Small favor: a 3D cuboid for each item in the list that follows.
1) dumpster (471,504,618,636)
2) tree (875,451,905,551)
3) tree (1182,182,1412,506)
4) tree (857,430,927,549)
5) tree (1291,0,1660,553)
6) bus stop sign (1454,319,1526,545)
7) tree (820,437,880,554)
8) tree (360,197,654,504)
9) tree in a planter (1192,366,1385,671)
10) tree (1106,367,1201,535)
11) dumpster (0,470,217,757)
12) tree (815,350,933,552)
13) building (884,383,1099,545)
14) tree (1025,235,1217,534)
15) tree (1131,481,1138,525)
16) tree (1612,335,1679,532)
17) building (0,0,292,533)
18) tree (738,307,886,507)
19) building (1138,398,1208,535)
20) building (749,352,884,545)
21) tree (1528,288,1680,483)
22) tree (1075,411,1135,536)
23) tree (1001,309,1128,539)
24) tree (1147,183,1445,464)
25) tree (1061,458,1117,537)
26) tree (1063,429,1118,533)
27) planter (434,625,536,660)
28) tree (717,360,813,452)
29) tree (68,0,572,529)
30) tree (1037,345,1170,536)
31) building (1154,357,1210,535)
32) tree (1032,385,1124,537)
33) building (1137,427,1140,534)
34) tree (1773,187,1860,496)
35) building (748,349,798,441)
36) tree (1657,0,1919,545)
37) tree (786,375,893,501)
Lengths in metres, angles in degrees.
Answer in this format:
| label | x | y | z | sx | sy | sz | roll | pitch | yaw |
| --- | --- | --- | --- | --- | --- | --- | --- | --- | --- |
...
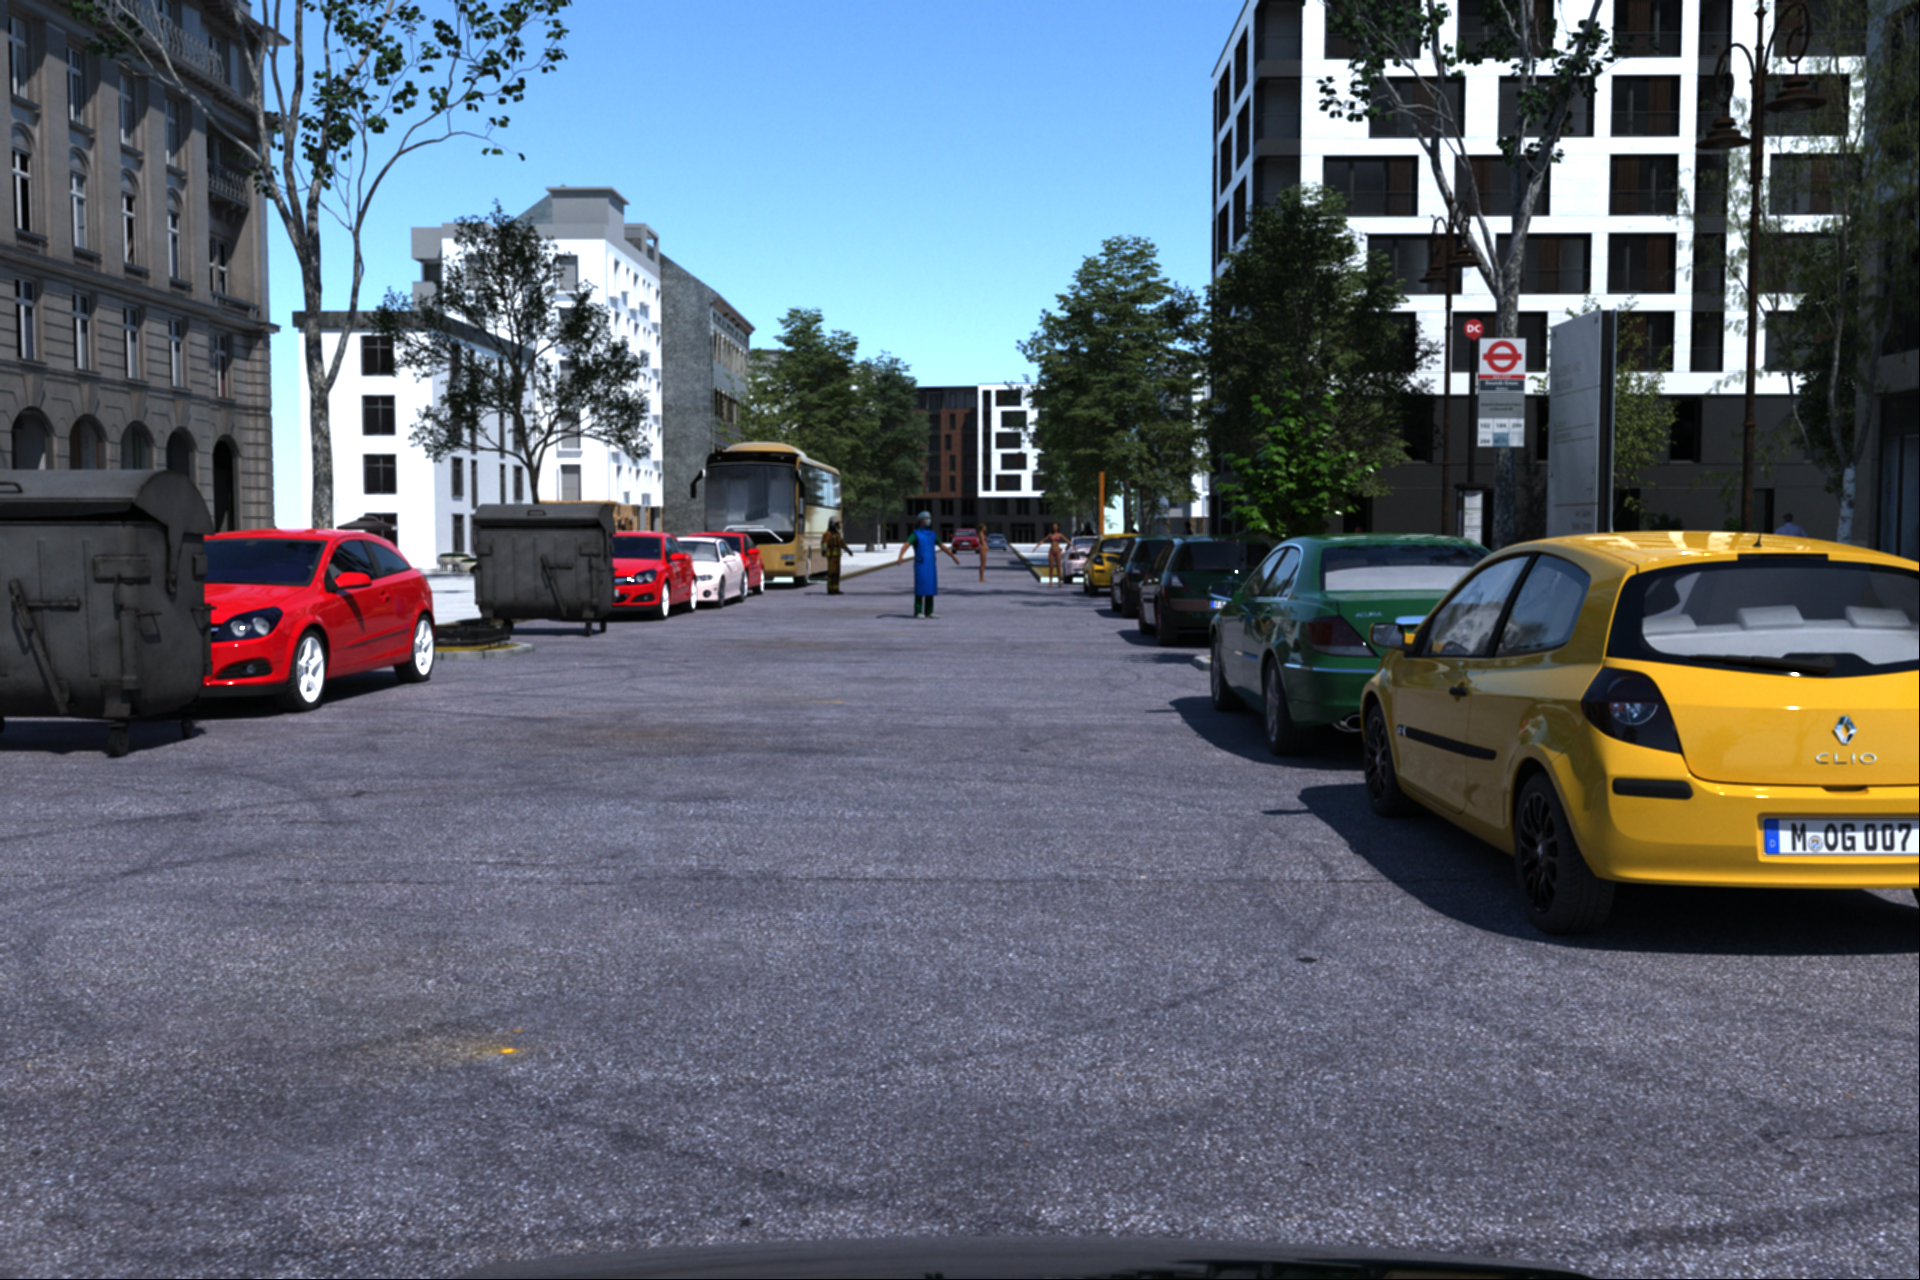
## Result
| label | x | y | z | sx | sy | sz | roll | pitch | yaw |
| --- | --- | --- | --- | --- | --- | --- | --- | --- | --- |
| dumpster | -5.902 | -1.007 | 24.680 | 1.865 | 1.857 | 1.264 | 0 | 4 | 1 |
| tree | -5.960 | -11.106 | 131.952 | 4.737 | 8.622 | 4.395 | 0 | 3 | 0 |
| tree | 10.974 | -8.484 | 56.840 | 7.486 | 12.596 | 7.792 | 0 | 3 | 0 |
| tree | -6.540 | -12.907 | 145.435 | 8.767 | 10.594 | 7.601 | 2 | 4 | 28 |
| tree | 8.832 | -10.763 | 31.857 | 12.611 | 20.169 | 13.585 | 0 | 3 | 0 |
| bus stop sign | 6.591 | -2.012 | 21.591 | 0.855 | 3.939 | 0.416 | 0 | 4 | 1 |
| tree | -7.644 | -9.742 | 109.642 | 4.360 | 8.622 | 3.978 | 0 | 3 | 0 |
| tree | -11.928 | -6.965 | 48.287 | 7.601 | 10.594 | 8.767 | 2 | 4 | 30 |
| tree in a planter | 3.539 | -1.303 | 18.520 | 1.991 | 3.239 | 1.994 | 0 | 4 | 1 |
| tree | 7.715 | -7.603 | 74.675 | 4.360 | 8.622 | 3.978 | 0 | 3 | 0 |
| dumpster | -6.115 | -0.205 | 11.575 | 1.865 | 1.857 | 1.264 | 0 | 4 | 1 |
| tree | -6.341 | -13.134 | 121.396 | 9.857 | 13.997 | 8.962 | 0 | 3 | 0 |
| building | 2.864 | -24.538 | 247.621 | 32.646 | 21.610 | 27.936 | 1 | 4 | 11 |
| tree | 6.047 | -9.083 | 66.628 | 7.486 | 12.596 | 7.792 | 0 | 3 | 0 |
| tree | 27.037 | -20.085 | 246.515 | 7.486 | 12.596 | 7.792 | 0 | 3 | 0 |
| tree | 22.808 | -6.730 | 60.398 | 4.737 | 8.622 | 4.395 | 0 | 3 | 0 |
| building | -28.014 | -12.417 | 43.678 | 13.314 | 22.015 | 24.055 | 0 | 4 | 1 |
| tree | -7.527 | -10.342 | 87.221 | 7.486 | 12.596 | 7.792 | 0 | 3 | 0 |
| building | 30.882 | -22.649 | 201.234 | 19.493 | 23.208 | 18.063 | 0 | 4 | 1 |
| building | -24.147 | -22.424 | 210.600 | 27.936 | 21.610 | 32.646 | 0 | 4 | 1 |
| tree | 19.486 | -6.265 | 52.790 | 4.737 | 8.622 | 4.395 | 0 | 3 | 0 |
| tree | 7.645 | -9.152 | 100.006 | 4.360 | 8.622 | 3.978 | 0 | 3 | 0 |
| tree | 9.228 | -17.683 | 145.009 | 12.611 | 20.169 | 13.585 | 0 | 3 | 0 |
| tree | 9.466 | -6.822 | 45.955 | 8.767 | 10.594 | 7.601 | -3 | 4 | -38 |
| tree | 8.022 | -10.170 | 116.640 | 4.360 | 8.622 | 3.978 | 0 | 3 | 0 |
| tree | 8.687 | -9.840 | 111.245 | 4.360 | 8.622 | 3.978 | 0 | 3 | 0 |
| planter | -6.188 | 0.028 | 20.687 | 1.991 | 0.319 | 1.994 | 0 | 4 | 1 |
| tree | -8.169 | -7.487 | 72.770 | 4.737 | 8.622 | 4.395 | 0 | 3 | 0 |
| tree | -12.894 | -10.729 | 31.314 | 12.611 | 20.169 | 13.585 | 0 | 3 | 0 |
| tree | 7.713 | -10.233 | 93.067 | 9.928 | 11.665 | 9.643 | 0 | 3 | 0 |
| building | 25.622 | -19.891 | 181.638 | 16.016 | 20.090 | 11.380 | 0 | 4 | 1 |
| tree | 8.814 | -12.646 | 124.886 | 7.486 | 12.596 | 7.792 | 0 | 3 | 0 |
| building | 28.158 | -22.508 | 224.423 | 16.016 | 20.090 | 11.380 | 0 | 4 | 1 |
| tree | 29.642 | -8.900 | 52.165 | 9.857 | 13.997 | 8.962 | 0 | 3 | 0 |
| building | -23.013 | -19.690 | 178.344 | 16.016 | 20.090 | 11.380 | 0 | 4 | 1 |
| tree | 9.682 | -4.183 | 18.762 | 4.360 | 8.622 | 3.978 | 0 | 3 | 0 |
| tree | -7.302 | -10.052 | 98.766 | 7.601 | 10.594 | 8.767 | -1 | 4 | -23 |
